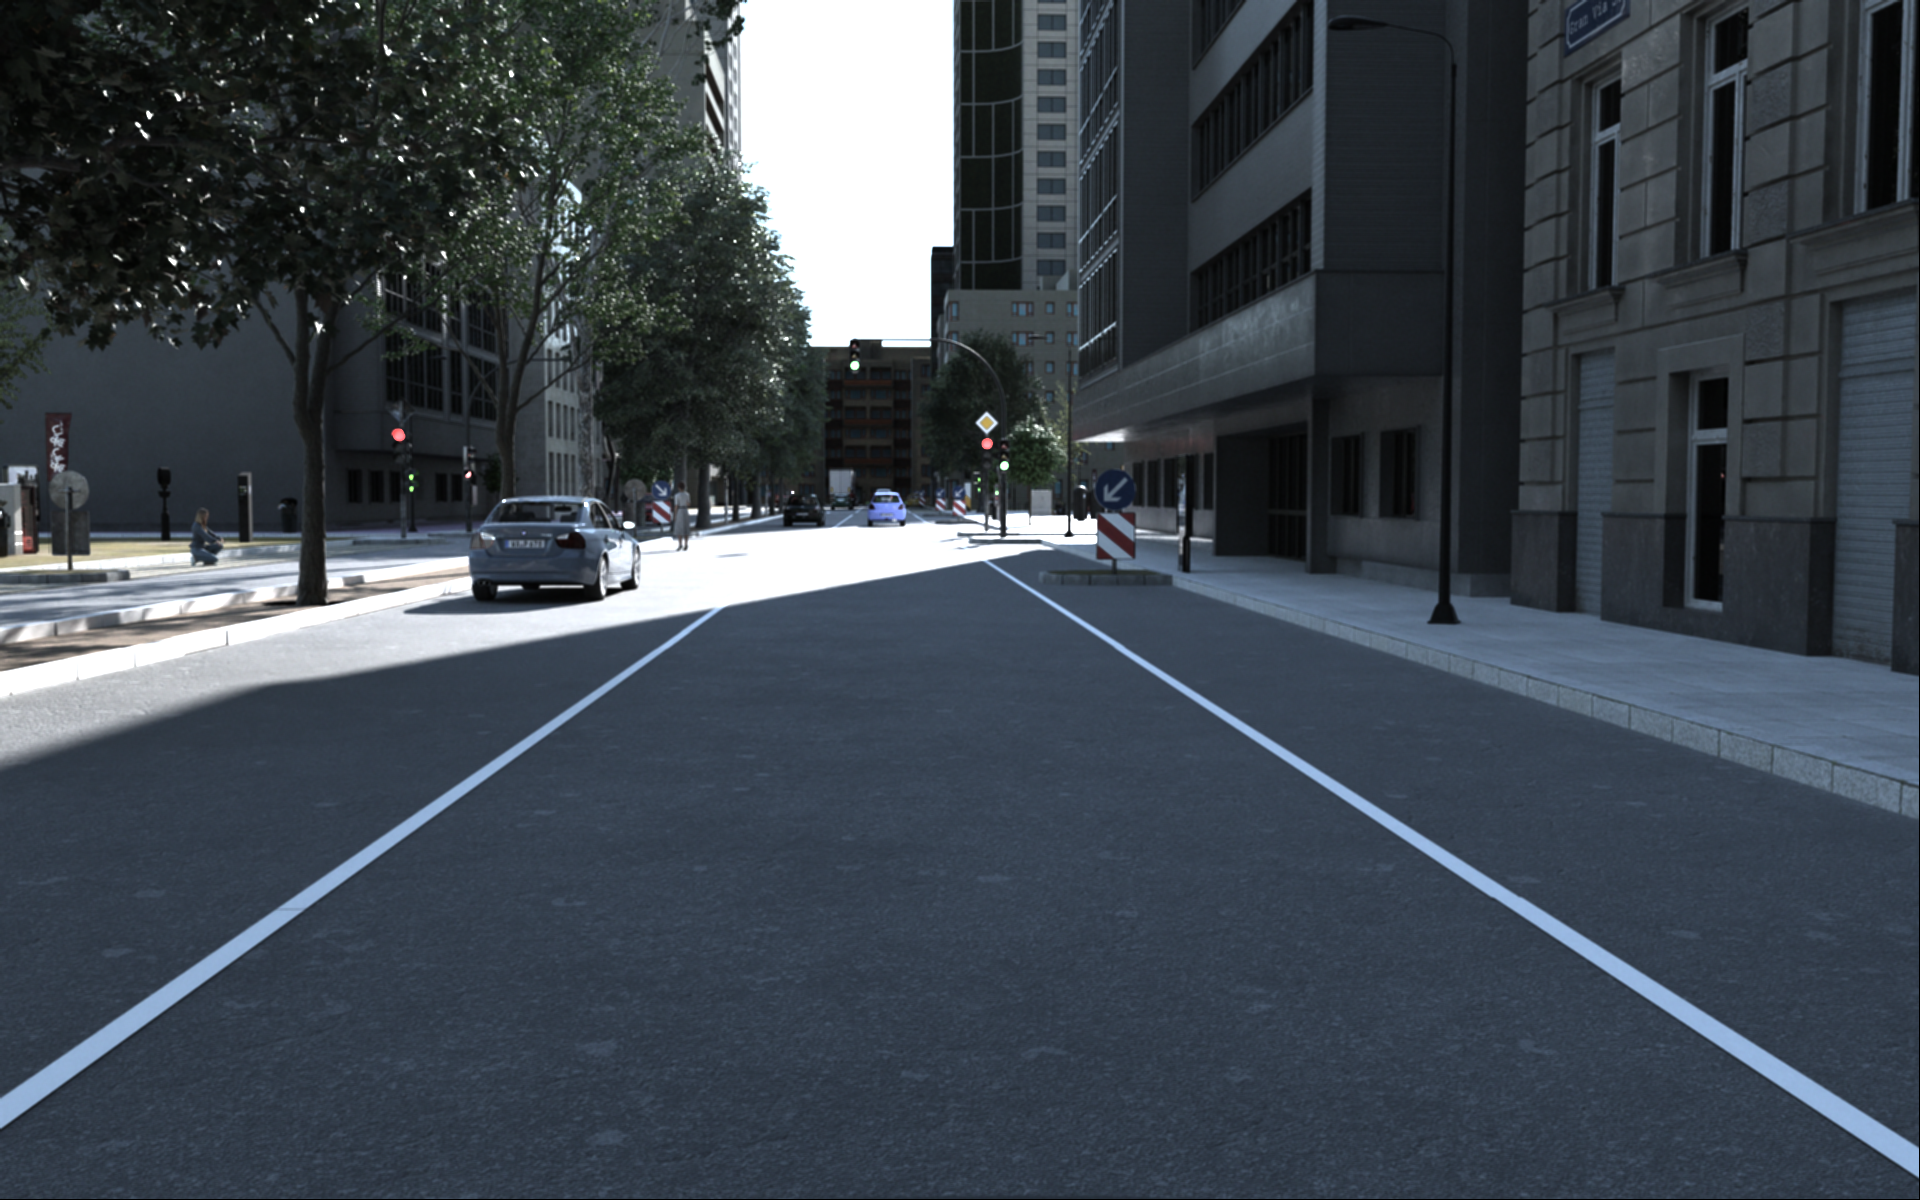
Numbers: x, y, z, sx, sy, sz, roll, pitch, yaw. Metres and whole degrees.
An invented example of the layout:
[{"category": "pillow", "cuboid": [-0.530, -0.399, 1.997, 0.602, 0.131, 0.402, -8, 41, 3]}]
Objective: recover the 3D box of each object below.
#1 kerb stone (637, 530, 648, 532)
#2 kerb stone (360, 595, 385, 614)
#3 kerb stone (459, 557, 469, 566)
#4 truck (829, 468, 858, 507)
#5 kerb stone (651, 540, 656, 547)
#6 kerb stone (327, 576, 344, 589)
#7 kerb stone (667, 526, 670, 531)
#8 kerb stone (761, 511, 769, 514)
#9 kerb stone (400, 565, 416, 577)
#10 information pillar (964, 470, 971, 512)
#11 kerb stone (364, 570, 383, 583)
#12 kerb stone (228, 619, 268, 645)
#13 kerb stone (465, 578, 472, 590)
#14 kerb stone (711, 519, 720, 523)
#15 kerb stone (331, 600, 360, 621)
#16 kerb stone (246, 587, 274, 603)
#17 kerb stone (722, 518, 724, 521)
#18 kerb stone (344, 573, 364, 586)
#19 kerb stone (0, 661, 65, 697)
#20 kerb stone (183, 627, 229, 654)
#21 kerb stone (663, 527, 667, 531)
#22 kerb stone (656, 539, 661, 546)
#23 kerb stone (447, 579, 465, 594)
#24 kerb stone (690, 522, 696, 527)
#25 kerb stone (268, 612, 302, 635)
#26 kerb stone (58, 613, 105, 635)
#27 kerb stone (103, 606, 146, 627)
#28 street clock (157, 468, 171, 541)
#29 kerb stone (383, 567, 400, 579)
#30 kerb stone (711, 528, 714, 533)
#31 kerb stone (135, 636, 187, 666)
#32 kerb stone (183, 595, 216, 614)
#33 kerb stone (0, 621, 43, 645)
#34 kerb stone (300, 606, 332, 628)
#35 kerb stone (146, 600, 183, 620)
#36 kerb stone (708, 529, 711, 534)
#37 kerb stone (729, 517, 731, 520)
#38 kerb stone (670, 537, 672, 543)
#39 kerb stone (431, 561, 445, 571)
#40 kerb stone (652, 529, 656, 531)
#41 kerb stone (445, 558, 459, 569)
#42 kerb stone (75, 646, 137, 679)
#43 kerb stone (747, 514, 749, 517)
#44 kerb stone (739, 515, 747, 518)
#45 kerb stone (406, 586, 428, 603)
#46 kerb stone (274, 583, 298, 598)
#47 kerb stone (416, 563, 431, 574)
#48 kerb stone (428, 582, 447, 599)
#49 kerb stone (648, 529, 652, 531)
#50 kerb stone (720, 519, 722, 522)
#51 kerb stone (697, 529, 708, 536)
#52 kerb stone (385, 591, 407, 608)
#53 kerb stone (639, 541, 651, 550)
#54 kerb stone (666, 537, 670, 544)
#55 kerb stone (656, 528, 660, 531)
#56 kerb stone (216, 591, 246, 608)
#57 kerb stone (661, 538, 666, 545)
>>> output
[{"category": "kerb stone", "cuboid": [-11.095, -2.341, 60.471, 0.120, 0.150, 1.000, 0, 4, -3]}, {"category": "kerb stone", "cuboid": [-7.223, 0.070, 21.047, 0.120, 0.150, 1.000, 0, 4, -3]}, {"category": "kerb stone", "cuboid": [-9.922, -0.742, 34.327, 0.120, 0.150, 1.000, 0, 4, -3]}, {"category": "truck", "cuboid": [-13.087, -12.558, 194.241, 2.839, 4.237, 11.283, 0, 4, -1]}, {"category": "kerb stone", "cuboid": [-8.376, -1.495, 46.640, 0.120, 0.150, 1.000, 0, 4, -3]}, {"category": "kerb stone", "cuboid": [-9.548, -0.236, 26.140, 0.120, 0.150, 1.000, 0, 4, -3]}, {"category": "kerb stone", "cuboid": [-11.381, -2.717, 66.637, 0.120, 0.150, 1.000, 0, 4, -3]}, {"category": "kerb stone", "cuboid": [-13.962, -6.228, 124.025, 0.120, 0.150, 1.000, 0, 4, -3]}, {"category": "kerb stone", "cuboid": [-9.737, -0.492, 30.240, 0.120, 0.150, 1.000, 0, 4, -3]}, {"category": "information pillar", "cuboid": [0.573, -8.272, 126.603, 0.504, 3.616, 0.183, -2, 4, -24]}, {"category": "kerb stone", "cuboid": [-9.644, -0.367, 28.194, 0.120, 0.150, 1.000, 0, 4, -3]}, {"category": "kerb stone", "cuboid": [-7.036, 0.321, 16.954, 0.120, 0.150, 1.000, 0, 4, -3]}, {"category": "kerb stone", "cuboid": [-7.457, -0.243, 26.169, 0.120, 0.150, 1.000, 0, 4, -3]}, {"category": "kerb stone", "cuboid": [-12.301, -3.966, 87.136, 0.120, 0.150, 1.000, 0, 4, -3]}, {"category": "kerb stone", "cuboid": [-7.182, 0.133, 20.025, 0.120, 0.150, 1.000, 0, 4, -3]}, {"category": "kerb stone", "cuboid": [-9.415, -0.054, 23.076, 0.120, 0.150, 1.000, 0, 4, -3]}, {"category": "kerb stone", "cuboid": [-12.386, -4.097, 89.184, 0.120, 0.150, 1.000, 0, 4, -3]}, {"category": "kerb stone", "cuboid": [-9.603, -0.300, 27.165, 0.120, 0.150, 1.000, 0, 4, -3]}, {"category": "kerb stone", "cuboid": [-6.855, 0.571, 12.863, 0.120, 0.150, 1.000, 0, 4, -3]}, {"category": "kerb stone", "cuboid": [-6.999, 0.383, 15.933, 0.120, 0.150, 1.000, 0, 4, -3]}, {"category": "kerb stone", "cuboid": [-11.329, -2.656, 65.616, 0.120, 0.150, 1.000, 0, 4, -3]}, {"category": "kerb stone", "cuboid": [-8.426, -1.557, 47.662, 0.120, 0.150, 1.000, 0, 4, -3]}, {"category": "kerb stone", "cuboid": [-7.408, -0.180, 25.139, 0.120, 0.150, 1.000, 0, 4, -3]}, {"category": "kerb stone", "cuboid": [-11.839, -3.345, 76.885, 0.120, 0.150, 1.000, 0, 4, -3]}, {"category": "kerb stone", "cuboid": [-7.086, 0.261, 17.975, 0.120, 0.150, 1.000, 0, 4, -3]}, {"category": "kerb stone", "cuboid": [-9.186, 0.263, 17.964, 0.120, 0.150, 1.000, 0, 4, -3]}, {"category": "kerb stone", "cuboid": [-9.234, 0.196, 18.993, 0.120, 0.150, 1.000, 0, 4, -3]}, {"category": "street clock", "cuboid": [-21.835, -2.629, 47.555, 0.358, 2.002, 0.471, -3, 5, -40]}, {"category": "kerb stone", "cuboid": [-9.689, -0.429, 29.215, 0.120, 0.150, 1.000, 0, 4, -3]}, {"category": "kerb stone", "cuboid": [-9.098, -2.472, 62.617, 0.120, 0.150, 1.000, 0, 4, -3]}, {"category": "kerb stone", "cuboid": [-6.940, 0.450, 14.906, 0.120, 0.150, 1.000, 0, 4, -3]}, {"category": "kerb stone", "cuboid": [-9.320, 0.071, 21.035, 0.120, 0.150, 1.000, 0, 4, -3]}, {"category": "kerb stone", "cuboid": [-9.152, 0.321, 16.943, 0.120, 0.150, 1.000, 0, 4, -3]}, {"category": "kerb stone", "cuboid": [-7.135, 0.196, 18.998, 0.120, 0.150, 1.000, 0, 4, -3]}, {"category": "kerb stone", "cuboid": [-9.278, 0.134, 20.014, 0.120, 0.150, 1.000, 0, 4, -3]}, {"category": "kerb stone", "cuboid": [-9.047, -2.405, 61.596, 0.120, 0.150, 1.000, 0, 4, -3]}, {"category": "kerb stone", "cuboid": [-12.580, -4.345, 93.283, 0.120, 0.150, 1.000, 0, 4, -3]}, {"category": "kerb stone", "cuboid": [-8.554, -1.745, 50.725, 0.120, 0.150, 1.000, 0, 4, -3]}, {"category": "kerb stone", "cuboid": [-9.830, -0.616, 32.285, 0.120, 0.150, 1.000, 0, 4, -3]}, {"category": "kerb stone", "cuboid": [-11.185, -2.460, 62.526, 0.120, 0.150, 1.000, 0, 4, -3]}, {"category": "kerb stone", "cuboid": [-9.871, -0.680, 33.307, 0.120, 0.150, 1.000, 0, 4, -3]}, {"category": "kerb stone", "cuboid": [-6.898, 0.508, 13.884, 0.120, 0.150, 1.000, 0, 4, -3]}, {"category": "kerb stone", "cuboid": [-13.129, -5.099, 105.567, 0.120, 0.150, 1.000, 0, 4, -3]}, {"category": "kerb stone", "cuboid": [-13.093, -5.037, 104.545, 0.120, 0.150, 1.000, 0, 4, -3]}, {"category": "kerb stone", "cuboid": [-7.316, -0.055, 23.094, 0.120, 0.150, 1.000, 0, 4, -3]}, {"category": "kerb stone", "cuboid": [-9.467, -0.116, 24.097, 0.120, 0.150, 1.000, 0, 4, -3]}, {"category": "kerb stone", "cuboid": [-9.788, -0.554, 31.261, 0.120, 0.150, 1.000, 0, 4, -3]}, {"category": "kerb stone", "cuboid": [-7.366, -0.117, 24.116, 0.120, 0.150, 1.000, 0, 4, -3]}, {"category": "kerb stone", "cuboid": [-11.149, -2.404, 61.501, 0.120, 0.150, 1.000, 0, 4, -3]}, {"category": "kerb stone", "cuboid": [-12.344, -4.034, 88.159, 0.120, 0.150, 1.000, 0, 4, -3]}, {"category": "kerb stone", "cuboid": [-8.996, -2.347, 60.575, 0.120, 0.150, 1.000, 0, 4, -3]}, {"category": "kerb stone", "cuboid": [-7.275, 0.010, 22.069, 0.120, 0.150, 1.000, 0, 4, -3]}, {"category": "kerb stone", "cuboid": [-8.333, -1.429, 45.616, 0.120, 0.150, 1.000, 0, 4, -3]}, {"category": "kerb stone", "cuboid": [-8.518, -1.677, 49.704, 0.120, 0.150, 1.000, 0, 4, -3]}, {"category": "kerb stone", "cuboid": [-11.239, -2.530, 63.553, 0.120, 0.150, 1.000, 0, 4, -3]}, {"category": "kerb stone", "cuboid": [-9.371, 0.009, 22.055, 0.120, 0.150, 1.000, 0, 4, -3]}, {"category": "kerb stone", "cuboid": [-8.460, -1.620, 48.683, 0.120, 0.150, 1.000, 0, 4, -3]}]
